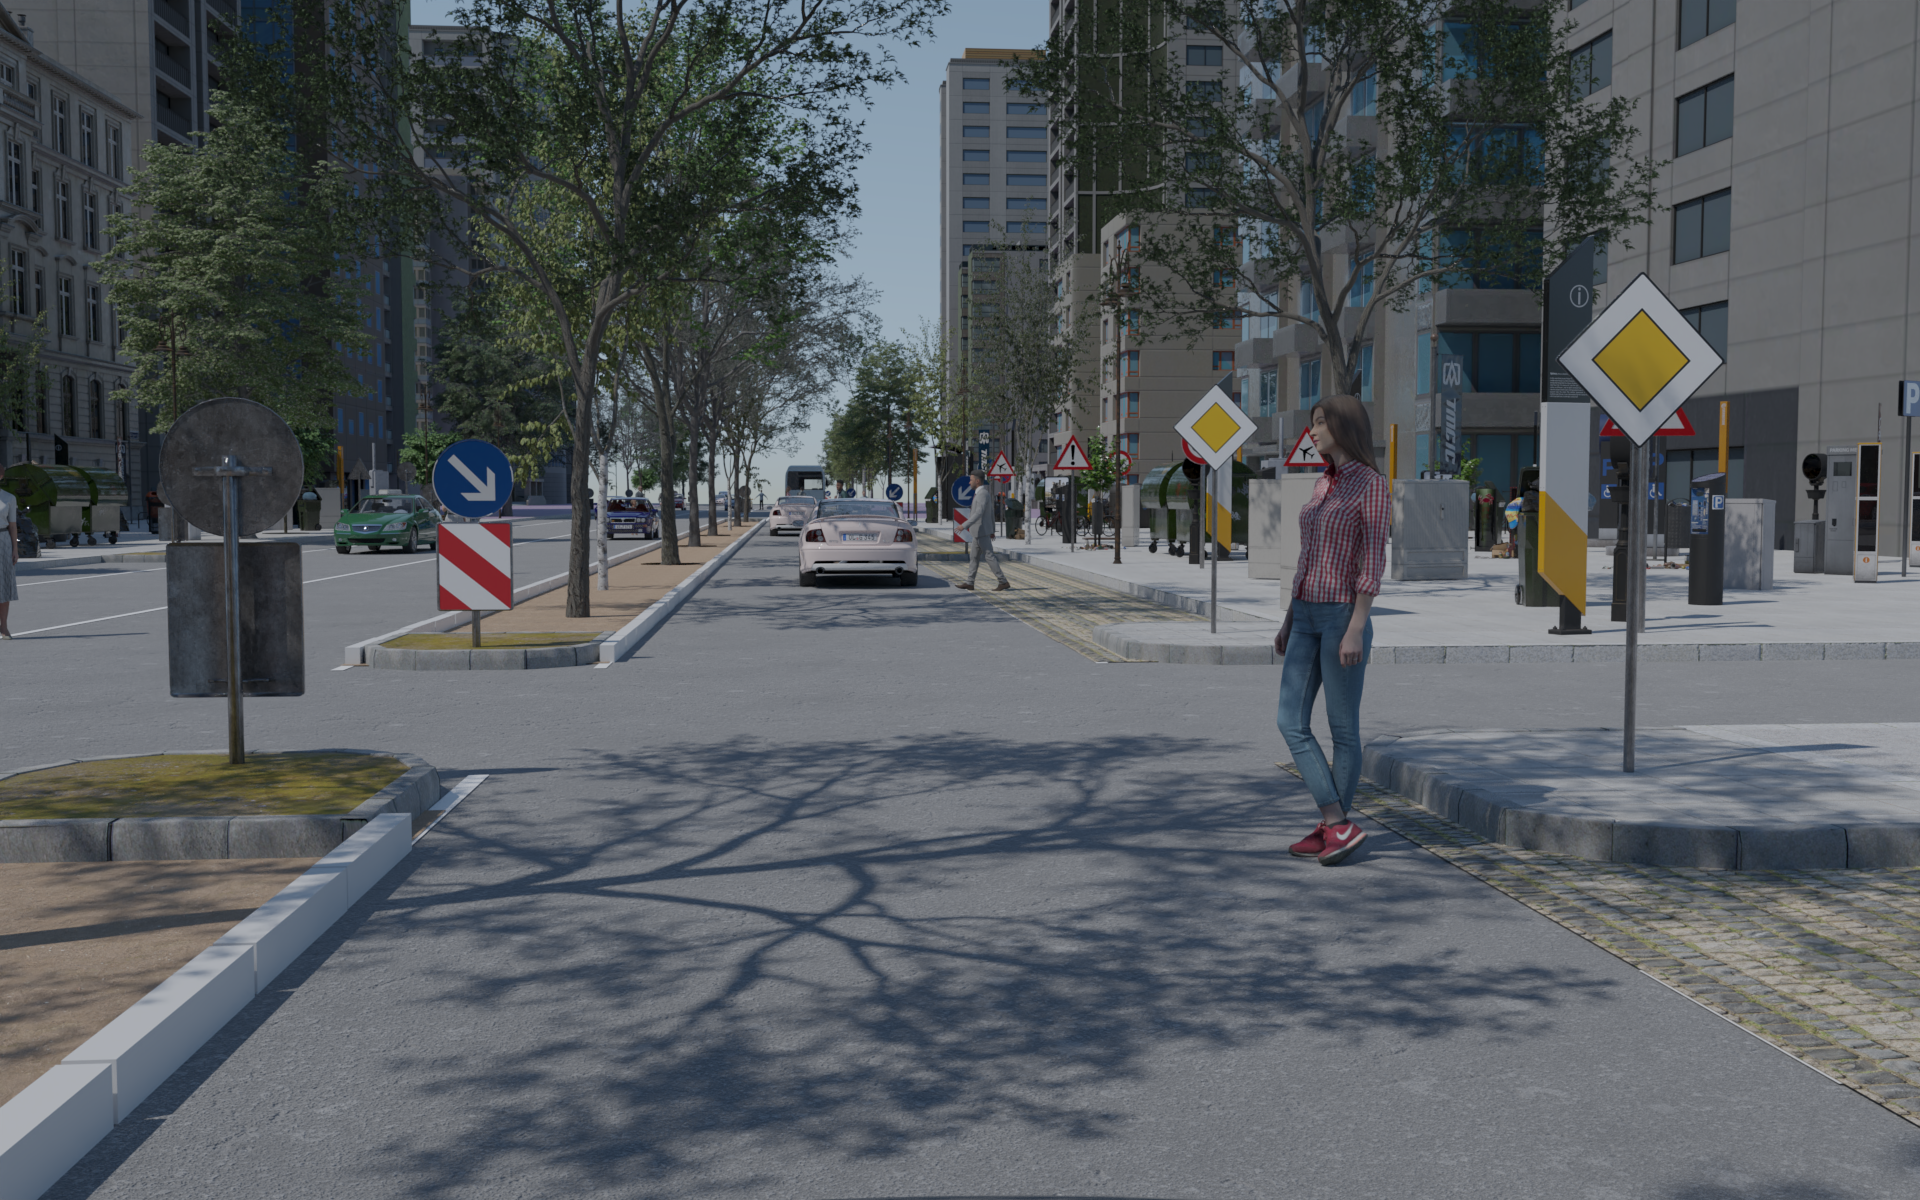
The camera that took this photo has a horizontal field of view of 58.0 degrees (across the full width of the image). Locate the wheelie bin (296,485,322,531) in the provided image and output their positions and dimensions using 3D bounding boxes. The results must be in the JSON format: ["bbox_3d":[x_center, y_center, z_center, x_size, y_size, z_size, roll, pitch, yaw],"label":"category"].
[{"bbox_3d":[-24.421,-3.472,64.671,0.980,1.594,0.693,-3,5,-43],"label":"wheelie bin"}]

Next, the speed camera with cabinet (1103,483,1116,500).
[{"bbox_3d":[8.643,-5.975,92.028,2.038,3.252,0.660,0,4,1],"label":"speed camera with cabinet"}]

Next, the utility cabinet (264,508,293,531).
[{"bbox_3d":[-24.160,-3.063,61.246,1.020,1.237,0.306,-2,4,-27],"label":"utility cabinet"}]

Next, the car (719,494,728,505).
[{"bbox_3d":[-30.846,-13.331,227.560,1.945,1.707,3.694,0,4,-7],"label":"car"}]

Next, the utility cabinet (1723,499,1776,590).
[{"bbox_3d":[10.522,-0.756,23.524,0.306,1.237,1.020,-2,4,-30],"label":"utility cabinet"}]

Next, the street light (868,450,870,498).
[{"bbox_3d":[-7.225,-10.063,137.315,0.468,5.910,1.993,0,4,-5],"label":"street light"}]

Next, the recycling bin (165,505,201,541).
[{"bbox_3d":[-21.567,-2.173,48.078,0.722,1.027,0.722,0,4,-3],"label":"recycling bin"}]

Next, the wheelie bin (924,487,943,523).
[{"bbox_3d":[-1.143,-4.175,76.166,0.693,1.594,0.980,-2,4,-29],"label":"wheelie bin"}]

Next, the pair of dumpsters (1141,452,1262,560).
[{"bbox_3d":[4.901,-2.015,35.436,1.574,2.255,4.437,0,4,-6],"label":"pair of dumpsters"}]

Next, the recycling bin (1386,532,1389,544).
[{"bbox_3d":[10.555,-1.959,44.579,0.722,1.027,0.722,-3,5,-41],"label":"recycling bin"}]

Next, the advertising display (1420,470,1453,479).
[{"bbox_3d":[12.938,-2.558,47.032,0.974,1.923,0.123,-1,4,-20],"label":"advertising display"}]

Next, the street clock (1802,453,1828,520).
[{"bbox_3d":[15.250,-1.608,30.867,0.358,2.002,0.471,-1,4,-17],"label":"street clock"}]

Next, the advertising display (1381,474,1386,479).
[{"bbox_3d":[13.573,-3.111,56.073,0.123,1.923,0.974,2,4,32],"label":"advertising display"}]

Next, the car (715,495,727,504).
[{"bbox_3d":[-29.796,-12.360,214.447,2.083,1.381,4.827,0,4,-6],"label":"car"}]

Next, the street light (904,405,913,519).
[{"bbox_3d":[-2.691,-7.200,90.501,0.468,5.910,1.993,0,4,-5],"label":"street light"}]

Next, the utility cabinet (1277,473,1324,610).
[{"bbox_3d":[3.795,-0.602,18.514,0.318,1.500,1.173,-1,4,-11],"label":"utility cabinet"}]

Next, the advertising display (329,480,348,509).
[{"bbox_3d":[-28.241,-4.480,78.467,0.974,1.923,0.123,-2,4,-31],"label":"advertising display"}]

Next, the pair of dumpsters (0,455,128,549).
[{"bbox_3d":[-21.853,-2.424,42.127,1.574,2.255,4.437,0,4,-5],"label":"pair of dumpsters"}]

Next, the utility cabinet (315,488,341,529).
[{"bbox_3d":[-23.102,-3.310,62.792,1.173,1.500,0.318,-3,5,-40],"label":"utility cabinet"}]

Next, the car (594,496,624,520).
[{"bbox_3d":[-19.166,-5.080,95.636,1.945,1.354,3.894,0,4,-6],"label":"car"}]

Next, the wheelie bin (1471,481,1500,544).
[{"bbox_3d":[12.590,-2.044,41.328,0.693,1.594,0.980,2,4,31],"label":"wheelie bin"}]

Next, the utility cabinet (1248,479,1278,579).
[{"bbox_3d":[4.923,-1.051,25.864,1.173,1.500,0.318,2,4,29],"label":"utility cabinet"}]

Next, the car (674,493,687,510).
[{"bbox_3d":[-25.125,-8.778,152.563,2.155,1.783,4.494,0,4,-4],"label":"car"}]

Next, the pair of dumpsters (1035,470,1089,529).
[{"bbox_3d":[3.929,-3.875,65.854,1.574,2.255,4.437,0,4,-6],"label":"pair of dumpsters"}]

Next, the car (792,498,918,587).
[{"bbox_3d":[-1.695,-0.970,28.228,2.083,1.381,4.827,0,4,-5],"label":"car"}]

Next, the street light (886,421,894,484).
[{"bbox_3d":[-4.354,-8.270,107.997,0.468,5.910,1.993,0,4,-5],"label":"street light"}]

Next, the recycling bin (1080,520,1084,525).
[{"bbox_3d":[4.575,-3.487,69.559,0.722,1.027,0.722,3,5,43],"label":"recycling bin"}]

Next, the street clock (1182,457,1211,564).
[{"bbox_3d":[4.307,-1.655,31.623,0.471,2.002,0.358,2,4,31],"label":"street clock"}]

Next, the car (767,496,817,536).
[{"bbox_3d":[-5.679,-2.925,60.188,2.083,1.381,4.827,0,4,-6],"label":"car"}]

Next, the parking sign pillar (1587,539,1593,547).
[{"bbox_3d":[15.762,-3.272,41.975,1.447,3.967,1.447,1,4,22],"label":"parking sign pillar"}]

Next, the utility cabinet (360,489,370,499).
[{"bbox_3d":[-27.953,-4.504,82.321,1.173,1.500,0.318,2,4,24],"label":"utility cabinet"}]

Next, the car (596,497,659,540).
[{"bbox_3d":[-10.559,-2.605,55.167,1.945,1.354,3.894,0,4,-6],"label":"car"}]

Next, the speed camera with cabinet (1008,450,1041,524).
[{"bbox_3d":[2.805,-4.925,74.858,0.660,3.252,2.038,2,4,29],"label":"speed camera with cabinet"}]

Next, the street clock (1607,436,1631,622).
[{"bbox_3d":[6.676,-0.784,17.396,0.358,2.002,0.471,2,4,32],"label":"street clock"}]

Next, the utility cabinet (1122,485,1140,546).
[{"bbox_3d":[4.177,-2.068,42.488,0.318,1.500,1.173,1,4,13],"label":"utility cabinet"}]

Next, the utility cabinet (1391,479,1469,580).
[{"bbox_3d":[7.005,-1.045,25.770,1.173,1.500,0.318,-1,4,-22],"label":"utility cabinet"}]

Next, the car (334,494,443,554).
[{"bbox_3d":[-14.146,-1.914,43.085,2.131,1.459,4.920,0,4,-4],"label":"car"}]

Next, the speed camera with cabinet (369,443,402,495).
[{"bbox_3d":[-22.075,-4.416,66.545,0.660,3.252,2.038,-3,4,-37],"label":"speed camera with cabinet"}]

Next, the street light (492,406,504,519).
[{"bbox_3d":[-24.161,-7.217,90.791,0.468,5.910,1.993,0,4,-5],"label":"street light"}]

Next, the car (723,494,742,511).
[{"bbox_3d":[-19.566,-8.478,150.615,2.014,1.417,4.499,0,4,-6],"label":"car"}]

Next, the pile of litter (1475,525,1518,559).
[{"bbox_3d":[11.140,-1.264,34.635,1.719,0.858,1.176,1,4,16],"label":"pile of litter"}]

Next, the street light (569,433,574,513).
[{"bbox_3d":[-26.948,-9.025,120.346,0.468,5.910,1.993,0,4,-5],"label":"street light"}]

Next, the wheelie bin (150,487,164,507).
[{"bbox_3d":[-35.291,-4.179,76.236,0.980,1.594,0.693,-2,4,-35],"label":"wheelie bin"}]

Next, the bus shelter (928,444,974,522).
[{"bbox_3d":[-0.428,-5.601,82.864,1.731,3.624,6.357,0,4,-6],"label":"bus shelter"}]

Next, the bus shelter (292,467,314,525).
[{"bbox_3d":[-26.089,-4.589,66.311,1.731,3.624,6.357,0,4,-5],"label":"bus shelter"}]

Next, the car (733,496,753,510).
[{"bbox_3d":[-20.299,-9.271,161.803,2.015,1.641,3.980,0,4,-4],"label":"car"}]

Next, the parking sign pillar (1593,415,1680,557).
[{"bbox_3d":[14.249,-2.910,36.056,1.447,3.967,1.447,0,4,2],"label":"parking sign pillar"}]

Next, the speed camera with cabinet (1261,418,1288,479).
[{"bbox_3d":[8.079,-3.134,45.579,0.660,3.252,2.038,0,4,-5],"label":"speed camera with cabinet"}]

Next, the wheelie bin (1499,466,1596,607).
[{"bbox_3d":[6.763,-0.728,19.804,0.980,1.594,0.693,1,4,9],"label":"wheelie bin"}]

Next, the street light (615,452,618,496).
[{"bbox_3d":[-29.731,-10.825,149.768,0.468,5.910,1.993,0,4,-5],"label":"street light"}]

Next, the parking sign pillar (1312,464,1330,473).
[{"bbox_3d":[11.603,-3.991,53.719,1.447,3.967,1.447,0,4,-4],"label":"parking sign pillar"}]

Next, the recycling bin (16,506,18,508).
[{"bbox_3d":[-20.902,-1.525,37.490,0.722,1.027,0.722,0,4,-5],"label":"recycling bin"}]

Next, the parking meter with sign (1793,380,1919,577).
[{"bbox_3d":[14.129,-1.904,27.384,0.543,3.016,1.738,-2,4,-35],"label":"parking meter with sign"}]

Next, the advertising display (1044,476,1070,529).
[{"bbox_3d":[3.520,-3.518,62.733,0.974,1.923,0.123,2,4,25],"label":"advertising display"}]
